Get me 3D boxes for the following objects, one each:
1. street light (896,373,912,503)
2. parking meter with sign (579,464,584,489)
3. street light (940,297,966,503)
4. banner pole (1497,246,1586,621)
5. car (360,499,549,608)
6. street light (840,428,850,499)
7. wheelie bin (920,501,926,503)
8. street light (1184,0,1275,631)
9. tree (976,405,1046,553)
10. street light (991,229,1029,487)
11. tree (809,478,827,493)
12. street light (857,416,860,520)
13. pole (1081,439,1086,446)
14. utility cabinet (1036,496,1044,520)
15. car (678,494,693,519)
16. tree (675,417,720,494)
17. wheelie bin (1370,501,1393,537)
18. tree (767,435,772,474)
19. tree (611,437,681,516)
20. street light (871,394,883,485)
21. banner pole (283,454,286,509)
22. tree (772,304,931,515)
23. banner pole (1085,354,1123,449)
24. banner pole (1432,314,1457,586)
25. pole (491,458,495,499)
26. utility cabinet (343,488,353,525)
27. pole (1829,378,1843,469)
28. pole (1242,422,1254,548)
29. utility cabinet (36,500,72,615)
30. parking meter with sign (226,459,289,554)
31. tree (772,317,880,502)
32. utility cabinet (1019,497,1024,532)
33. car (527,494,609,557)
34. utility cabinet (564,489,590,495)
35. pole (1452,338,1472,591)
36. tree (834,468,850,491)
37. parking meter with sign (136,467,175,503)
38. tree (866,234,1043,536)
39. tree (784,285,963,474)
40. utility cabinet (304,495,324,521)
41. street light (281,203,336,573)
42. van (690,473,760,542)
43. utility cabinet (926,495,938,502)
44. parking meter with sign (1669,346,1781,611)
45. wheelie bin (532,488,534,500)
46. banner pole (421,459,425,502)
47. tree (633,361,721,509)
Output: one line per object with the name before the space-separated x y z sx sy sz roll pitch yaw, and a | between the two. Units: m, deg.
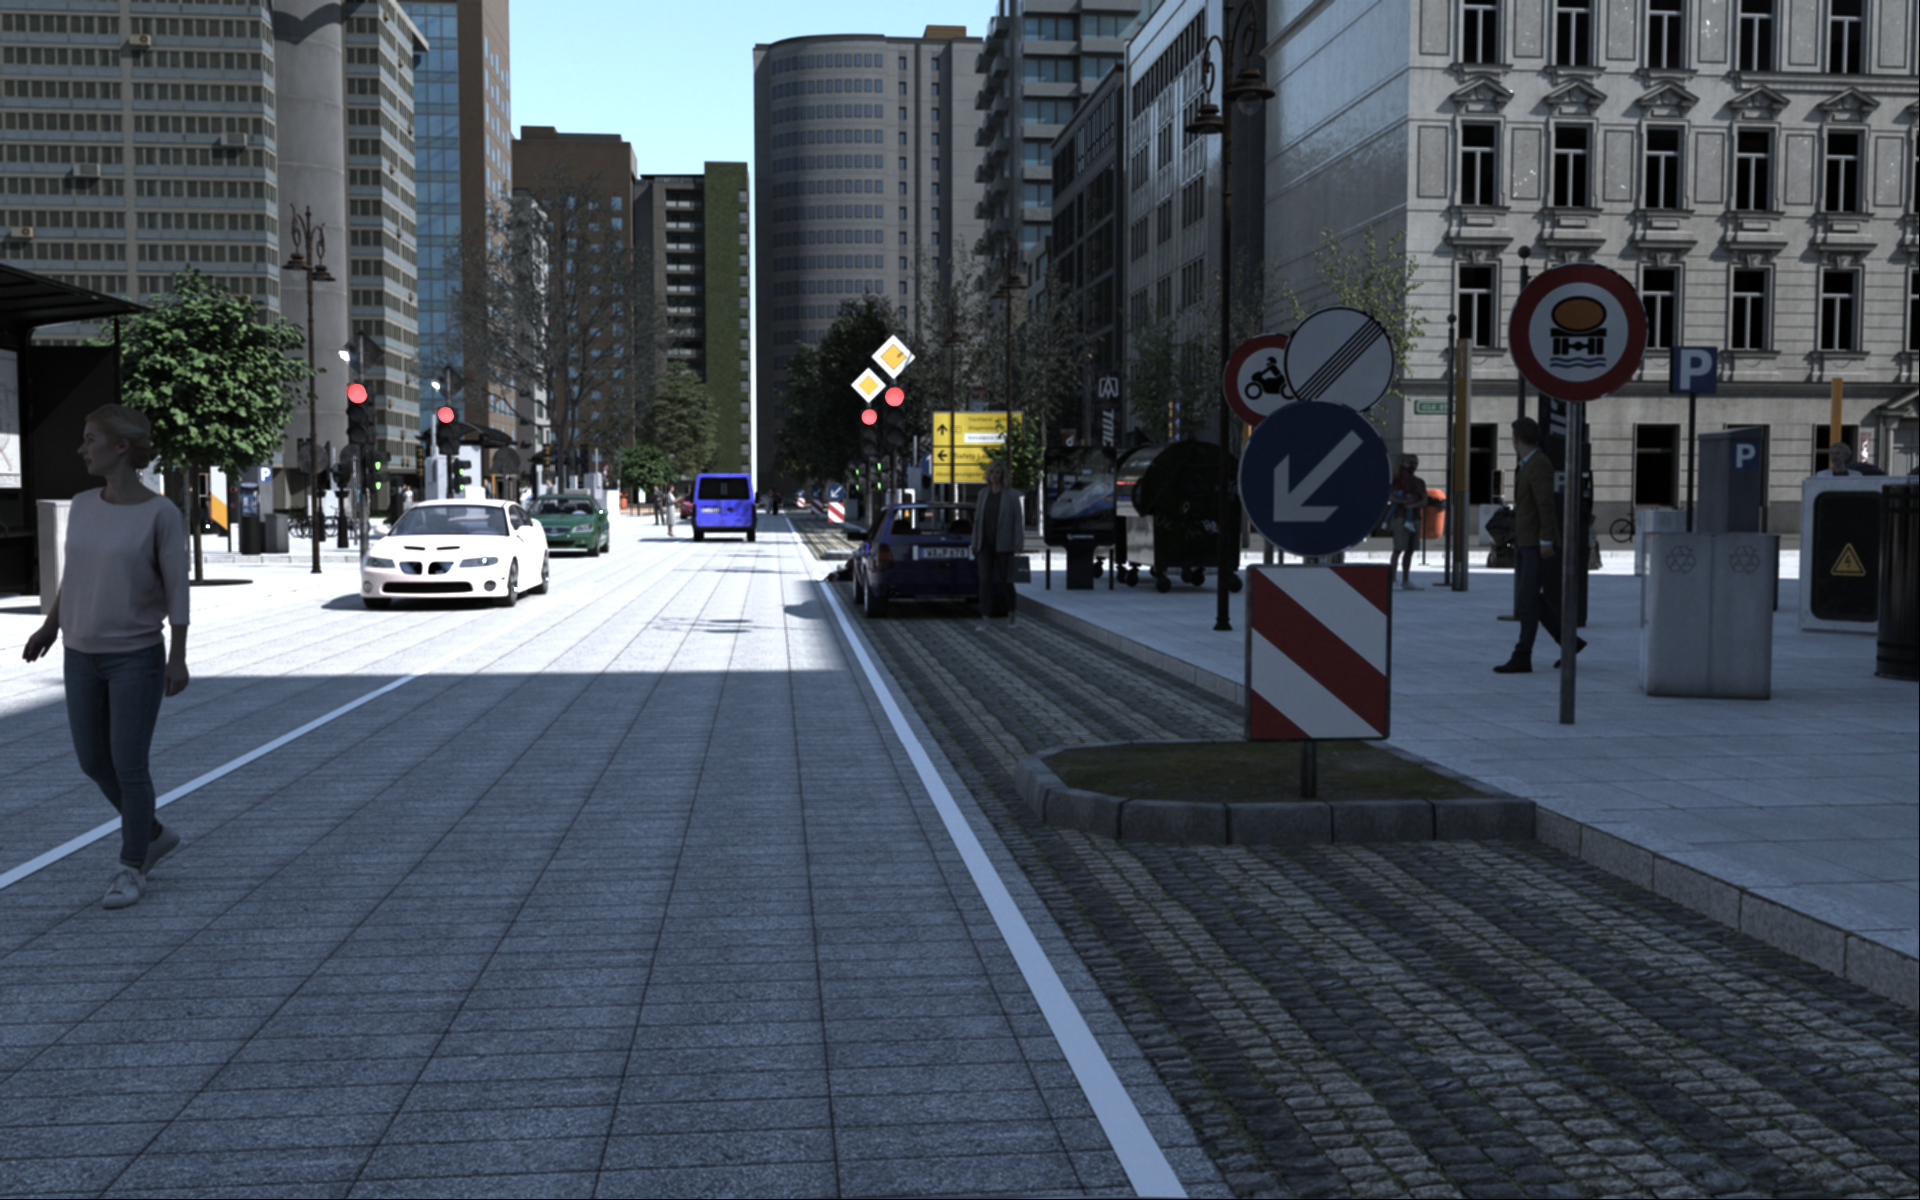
street light | -1.819 -5.045 55.266 0.468 5.910 1.993 0 4 -6
parking meter with sign | -21.659 -6.436 101.482 0.543 3.016 1.738 -3 5 -39
street light | -0.172 -4.163 40.848 0.468 5.910 1.993 0 4 -6
banner pole | 5.916 -1.683 17.526 0.863 3.779 0.401 1 4 10
car | -6.717 -0.674 23.386 2.083 1.381 4.827 0 4 -5
street light | -6.559 -7.708 98.821 0.468 5.910 1.993 0 4 -6
wheelie bin | -2.038 -4.449 80.650 0.980 1.594 0.693 0 4 -5
street light | 2.481 -2.653 16.168 0.468 5.910 1.993 0 4 -6
tree | 1.180 -2.656 38.027 1.663 3.219 1.824 0 3 0
street light | 0.865 -3.527 30.460 0.468 5.910 1.993 0 4 -6
tree | -13.995 -10.869 172.317 1.663 3.219 1.824 0 3 0
street light | -4.935 -6.825 84.379 0.468 5.910 1.993 0 4 -6
pole | 4.580 -4.286 63.927 0.158 3.312 0.155 0 3 0
utility cabinet | 4.268 -4.616 86.640 1.020 1.237 0.306 -3 4 -39
car | -15.086 -5.529 99.447 2.155 1.783 4.494 0 4 -6
tree | -24.416 -12.638 157.000 4.737 8.622 4.395 0 3 0
wheelie bin | 12.452 -2.656 51.326 0.980 1.594 0.693 0 4 3
tree | -12.813 -14.699 157.338 9.611 12.733 9.660 0 3 0
tree | -18.585 -7.138 100.425 4.285 4.588 4.351 0 3 0
street light | -3.356 -5.951 70.082 0.468 5.910 1.993 0 4 -6
banner pole | -42.032 -7.201 107.753 0.401 3.779 0.863 -1 4 -21
tree | -5.945 -11.509 105.176 9.611 12.733 9.660 0 3 0
banner pole | 2.495 -2.497 30.847 0.863 3.779 0.401 2 4 29
banner pole | 6.762 -2.075 23.942 0.401 3.779 0.863 1 4 17
pole | -26.138 -6.309 96.990 0.158 3.312 0.155 0 3 0
utility cabinet | -22.919 -3.426 64.691 0.318 1.500 1.173 -1 4 -14
pole | 15.388 -2.241 30.480 0.158 3.312 0.155 0 3 0
pole | 6.758 -2.875 40.854 0.158 3.312 0.155 0 3 0
utility cabinet | -9.435 -0.464 18.753 0.306 1.237 1.020 1 4 22
parking meter with sign | -15.359 -2.534 37.698 1.738 3.016 0.543 2 4 27
tree | -8.782 -13.346 124.867 9.857 13.997 8.962 0 3 0
utility cabinet | 1.195 -2.054 44.743 1.020 1.237 0.306 -3 5 -43
car | -9.320 -1.778 40.863 2.131 1.459 4.920 0 4 -7
utility cabinet | -16.284 -3.959 73.411 1.173 1.500 0.318 1 4 9
pole | 6.619 -1.773 22.834 0.158 3.312 0.155 0 3 0
tree | -10.306 -12.024 146.955 4.360 8.622 3.978 0 3 0
parking meter with sign | -42.010 -5.767 90.544 1.738 3.016 0.543 0 4 -4
tree | -0.355 -5.984 48.206 4.360 8.622 3.978 0 3 0
tree | -3.310 -8.734 77.214 8.767 10.594 7.601 -3 5 -43
utility cabinet | -30.736 -4.369 82.594 0.306 1.237 1.020 2 4 31
street light | -10.439 -3.371 27.910 0.468 5.910 1.993 0 4 -6
van | -7.301 -3.018 53.733 2.240 2.365 5.245 0 4 -7
utility cabinet | -1.099 -4.410 83.261 1.020 1.237 0.306 1 4 10
parking meter with sign | 8.738 -1.435 19.719 0.543 3.016 1.738 0 4 -5
wheelie bin | -21.754 -4.909 88.163 0.693 1.594 0.980 -2 4 -27
banner pole | -32.189 -6.987 104.252 0.863 3.779 0.401 0 4 -7
tree | -23.816 -14.021 147.371 7.486 12.596 7.792 0 3 0
